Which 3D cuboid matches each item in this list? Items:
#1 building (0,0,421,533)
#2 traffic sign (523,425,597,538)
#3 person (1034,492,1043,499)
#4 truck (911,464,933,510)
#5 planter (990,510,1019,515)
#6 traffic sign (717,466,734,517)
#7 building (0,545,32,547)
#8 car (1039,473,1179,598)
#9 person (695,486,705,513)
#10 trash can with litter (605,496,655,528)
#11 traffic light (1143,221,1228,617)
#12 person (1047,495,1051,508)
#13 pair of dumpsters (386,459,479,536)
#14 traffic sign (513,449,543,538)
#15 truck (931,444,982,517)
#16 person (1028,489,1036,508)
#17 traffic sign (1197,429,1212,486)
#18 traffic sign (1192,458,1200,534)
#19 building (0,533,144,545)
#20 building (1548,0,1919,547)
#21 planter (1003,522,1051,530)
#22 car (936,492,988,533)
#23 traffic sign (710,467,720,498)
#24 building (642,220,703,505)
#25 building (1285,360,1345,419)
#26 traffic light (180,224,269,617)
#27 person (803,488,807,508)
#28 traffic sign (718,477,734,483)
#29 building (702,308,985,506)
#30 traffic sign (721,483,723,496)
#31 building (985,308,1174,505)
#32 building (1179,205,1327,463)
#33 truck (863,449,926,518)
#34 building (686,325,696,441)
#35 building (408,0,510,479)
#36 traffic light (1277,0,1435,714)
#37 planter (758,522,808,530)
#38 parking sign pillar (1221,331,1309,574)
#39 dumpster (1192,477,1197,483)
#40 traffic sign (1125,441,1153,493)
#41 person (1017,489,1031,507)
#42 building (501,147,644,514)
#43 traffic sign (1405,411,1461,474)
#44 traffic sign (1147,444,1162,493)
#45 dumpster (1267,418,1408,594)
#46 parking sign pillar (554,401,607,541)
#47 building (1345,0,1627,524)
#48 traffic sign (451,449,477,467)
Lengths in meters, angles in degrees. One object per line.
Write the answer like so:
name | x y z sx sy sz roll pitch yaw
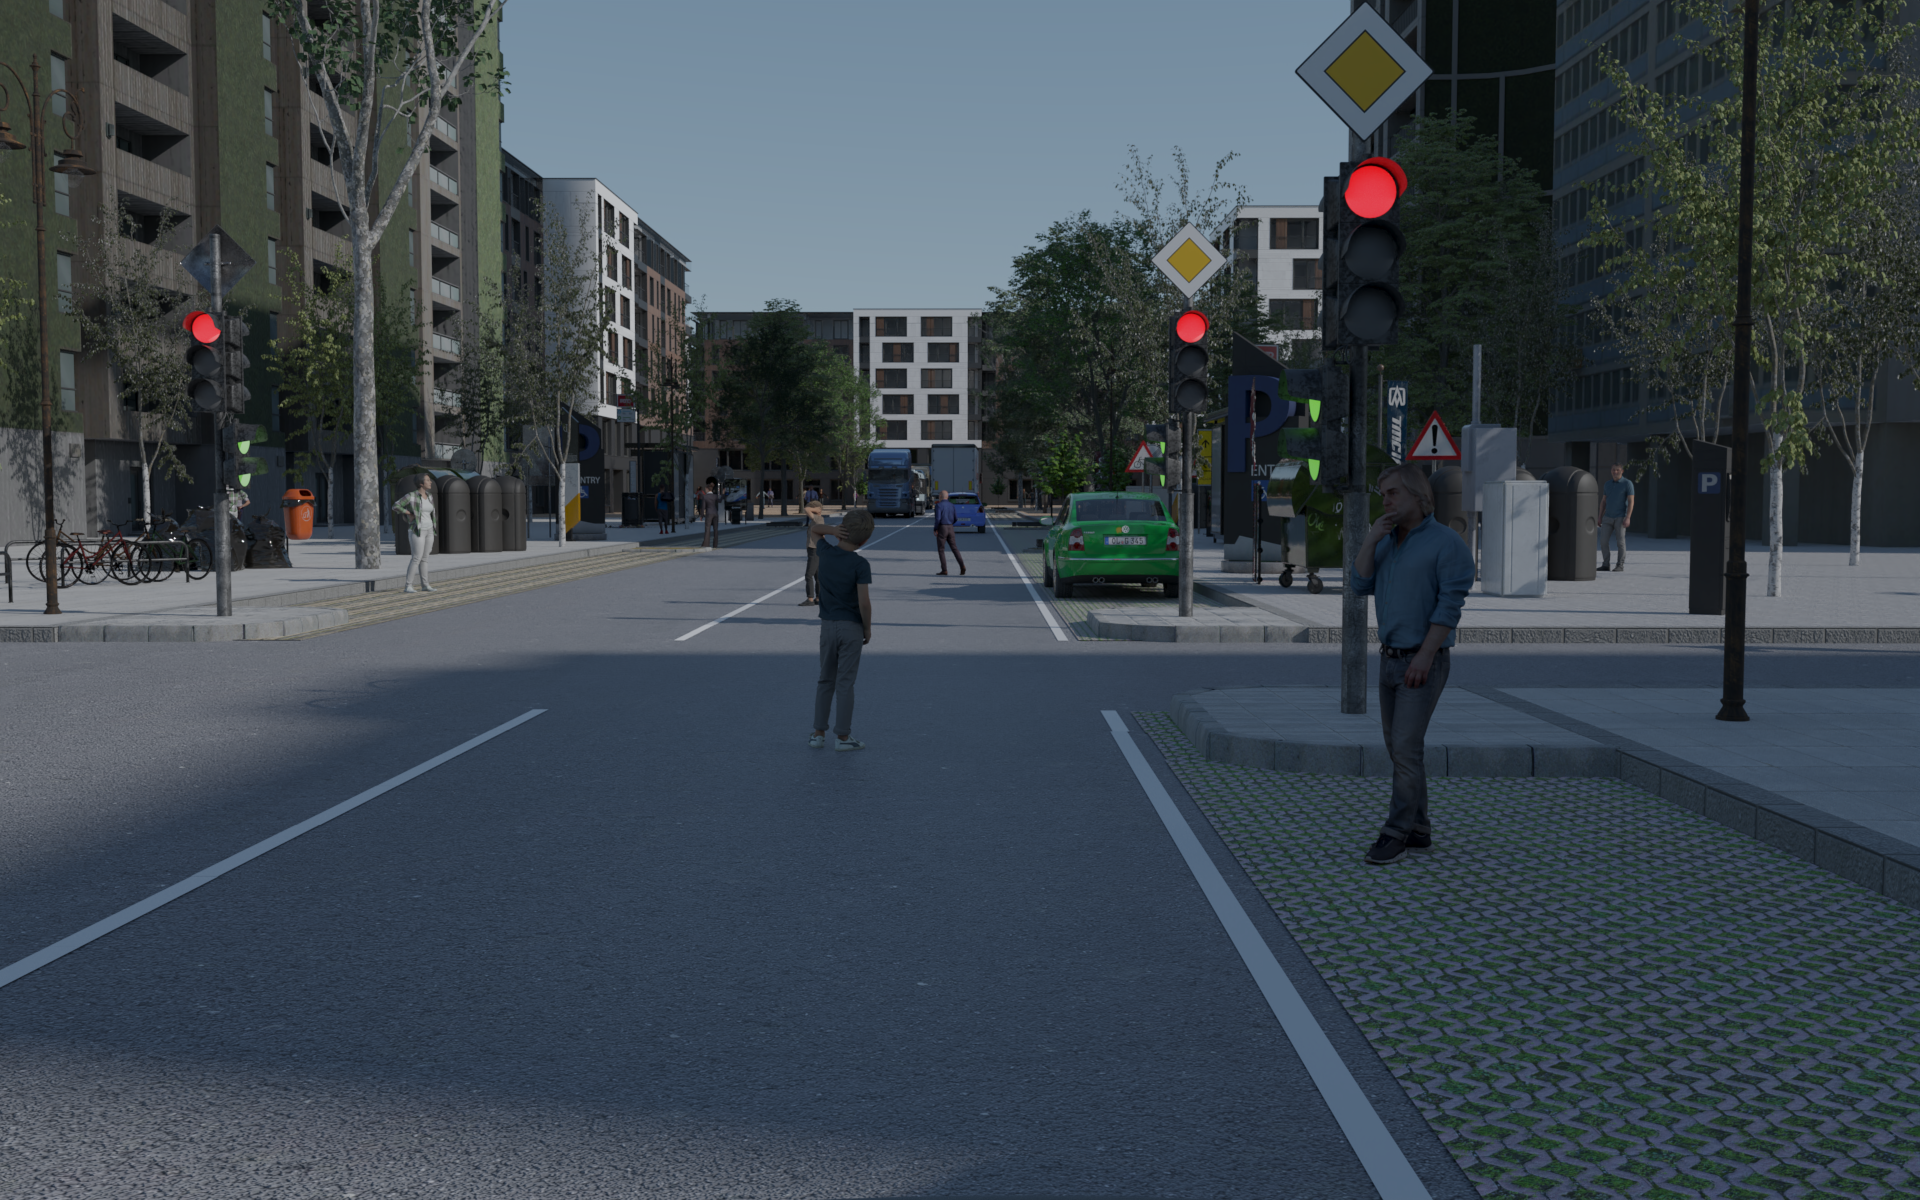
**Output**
building | -30.446 -18.098 67.603 14.160 30.474 14.107 0 4 0
traffic sign | -11.754 -3.488 50.899 2.265 3.308 0.079 0 4 8
person | 7.654 -9.711 164.827 1.348 1.824 0.705 0 4 -2
truck | -3.849 -10.546 161.342 2.839 4.237 11.283 0 4 2
planter | 3.093 -6.044 119.958 1.991 0.319 1.994 0 4 0
traffic sign | -10.583 -4.772 78.127 0.768 2.556 0.104 0 4 4
building | -30.197 -16.297 38.160 14.160 30.474 14.107 0 4 0
car | 2.165 -0.998 25.116 1.959 1.807 4.718 0 4 -1
person | -17.950 -6.938 119.415 1.348 1.831 0.705 1 4 22
trash can with litter | -12.808 -3.341 65.687 2.233 1.210 1.678 0 4 8
traffic light | 2.347 -1.781 18.032 0.839 4.253 0.868 0 4 0
person | 8.365 -9.544 162.896 0.445 1.727 0.742 1 4 20
pair of dumpsters | -13.894 -2.670 46.141 1.574 2.255 4.437 0 4 1
traffic sign | -12.512 -3.067 50.148 0.884 2.594 0.081 0 4 8
truck | -0.186 -6.925 102.136 2.839 4.237 11.283 0 4 2
person | 6.528 -9.077 155.179 1.217 1.735 0.721 -3 5 -40
traffic sign | 8.550 -3.696 54.299 2.265 3.308 0.079 0 4 1
traffic sign | 7.687 -3.406 55.687 0.884 2.594 0.081 0 4 7
building | -30.612 -17.198 52.881 14.160 30.474 14.107 0 4 0
building | 31.161 -21.713 46.894 23.993 40.220 32.217 0 4 0
planter | 2.746 -2.973 69.747 1.991 0.319 1.994 0 4 0
car | 0.071 -3.354 64.423 1.945 1.707 3.694 0 4 -1
traffic sign | -11.238 -4.917 80.494 0.768 2.556 0.104 0 4 1
building | -39.865 -18.226 141.964 32.646 21.610 27.936 0 4 0
building | 23.862 -10.202 108.946 9.099 9.664 28.070 0 4 0
traffic light | -7.714 -1.784 18.086 0.839 4.253 0.868 0 4 0
person | -12.798 -8.352 142.609 0.705 1.823 1.348 2 4 29
traffic sign | -10.795 -4.904 80.176 0.884 2.594 0.081 0 4 4
building | -13.806 -22.061 204.667 32.646 21.610 27.936 0 4 0
traffic sign | -11.302 -5.031 82.261 0.884 2.594 0.081 0 4 3
building | 18.840 -22.054 204.558 32.646 21.610 27.936 0 4 0
building | 33.562 -18.046 139.022 27.936 21.610 32.646 0 4 0
truck | -3.891 -7.317 109.386 2.967 4.110 18.799 0 4 2
building | -35.856 -20.976 199.382 11.380 20.091 16.016 0 4 0
building | -30.255 -24.327 81.344 14.154 41.232 14.086 0 4 0
traffic light | 2.291 -1.292 10.048 0.839 4.253 0.868 0 4 0
planter | -7.075 -3.003 70.245 1.991 0.319 1.994 0 4 0
parking sign pillar | 5.015 -2.439 28.357 1.447 3.967 1.447 2 4 33
dumpster | 9.197 -4.141 70.194 1.502 2.255 1.985 0 4 0
traffic sign | 4.453 -2.578 42.148 0.884 2.594 0.081 0 4 6
person | 6.163 -9.857 167.222 1.348 1.821 0.705 0 4 -3
building | -37.408 -16.276 110.089 27.936 21.610 32.646 0 4 0
traffic sign | 7.407 -1.657 27.089 0.884 2.594 0.081 1 4 10
traffic sign | 4.898 -2.710 44.420 0.768 2.556 0.104 1 4 9
dumpster | 4.960 -1.247 22.880 1.502 2.255 1.985 0 4 0
parking sign pillar | -10.559 -3.647 48.103 1.447 3.967 1.447 -2 4 -29
building | 28.700 -39.334 81.365 20.563 71.187 20.611 0 4 0
traffic sign | -13.931 -2.968 48.625 0.768 2.556 0.104 0 4 5
